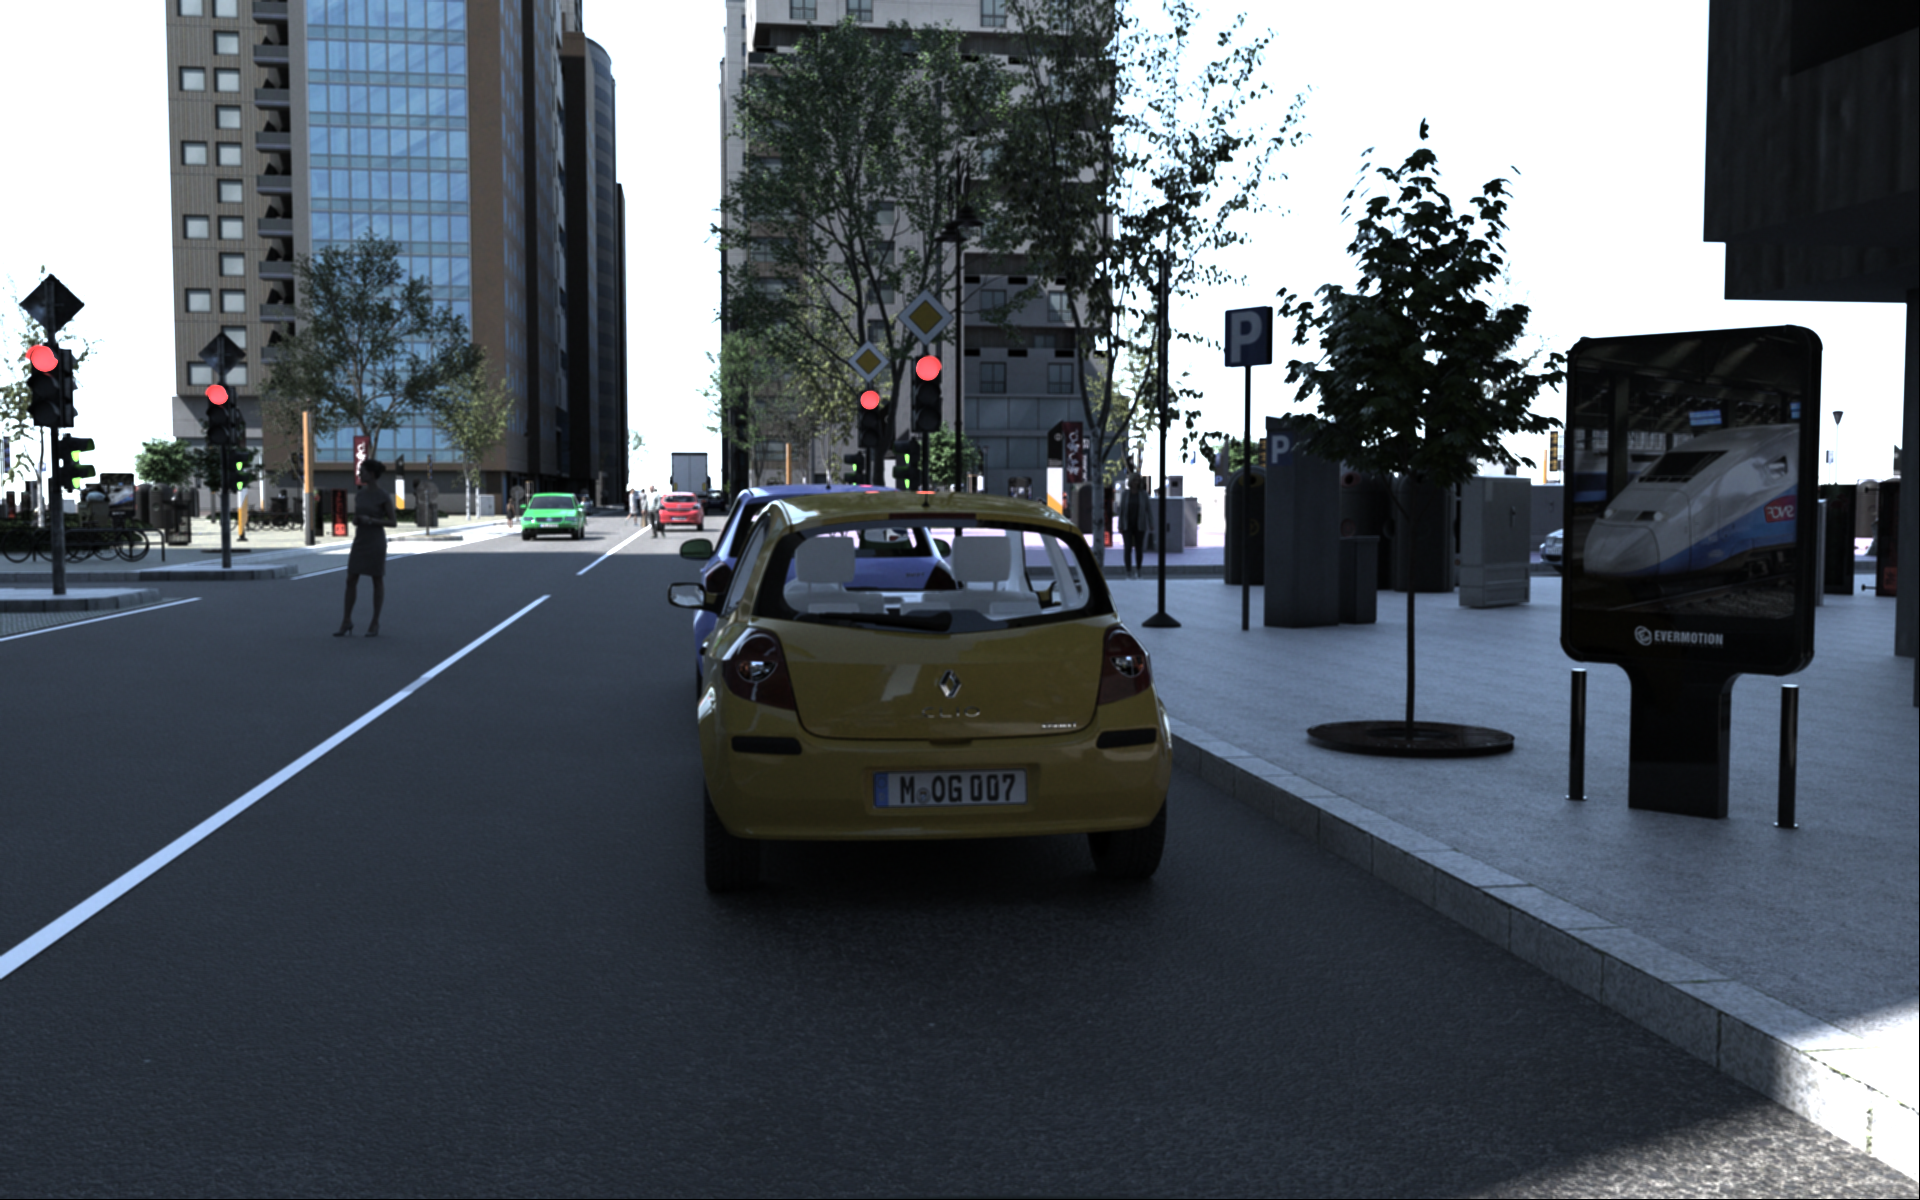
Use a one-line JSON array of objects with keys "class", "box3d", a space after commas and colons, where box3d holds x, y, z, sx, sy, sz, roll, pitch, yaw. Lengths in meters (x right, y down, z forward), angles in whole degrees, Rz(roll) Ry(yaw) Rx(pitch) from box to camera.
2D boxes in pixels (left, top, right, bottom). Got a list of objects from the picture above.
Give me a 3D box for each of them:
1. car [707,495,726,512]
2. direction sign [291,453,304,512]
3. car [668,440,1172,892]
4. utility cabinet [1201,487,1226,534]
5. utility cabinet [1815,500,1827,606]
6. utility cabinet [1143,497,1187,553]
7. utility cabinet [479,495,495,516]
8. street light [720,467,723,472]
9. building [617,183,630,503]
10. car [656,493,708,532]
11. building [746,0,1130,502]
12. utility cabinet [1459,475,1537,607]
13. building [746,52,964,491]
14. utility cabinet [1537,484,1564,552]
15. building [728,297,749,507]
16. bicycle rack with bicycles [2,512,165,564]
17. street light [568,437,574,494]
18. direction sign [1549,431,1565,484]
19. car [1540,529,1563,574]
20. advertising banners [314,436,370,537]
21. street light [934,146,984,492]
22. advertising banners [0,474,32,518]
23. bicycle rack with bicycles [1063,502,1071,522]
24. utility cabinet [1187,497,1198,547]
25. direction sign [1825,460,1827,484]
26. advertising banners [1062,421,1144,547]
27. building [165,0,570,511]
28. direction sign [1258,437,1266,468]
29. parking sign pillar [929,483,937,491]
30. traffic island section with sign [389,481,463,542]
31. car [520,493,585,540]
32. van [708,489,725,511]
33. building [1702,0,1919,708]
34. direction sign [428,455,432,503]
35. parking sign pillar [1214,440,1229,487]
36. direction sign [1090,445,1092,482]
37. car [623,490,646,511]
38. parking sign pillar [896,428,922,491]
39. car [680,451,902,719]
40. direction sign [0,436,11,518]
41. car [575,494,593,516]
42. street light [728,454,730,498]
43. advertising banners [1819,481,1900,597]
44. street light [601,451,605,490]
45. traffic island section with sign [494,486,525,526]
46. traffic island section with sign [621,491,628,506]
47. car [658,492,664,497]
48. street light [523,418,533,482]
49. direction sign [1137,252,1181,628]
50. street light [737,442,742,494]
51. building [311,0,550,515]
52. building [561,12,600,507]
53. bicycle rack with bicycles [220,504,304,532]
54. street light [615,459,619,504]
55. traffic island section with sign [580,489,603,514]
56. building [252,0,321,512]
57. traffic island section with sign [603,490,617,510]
[{"class": "car", "box3d": [-20.130, -7.916, 142.013, 1.945, 1.354, 3.894, -1, 4, -10]}, {"class": "direction sign", "box3d": [-36.418, -6.322, 95.355, 0.379, 3.537, 0.876, 2, 4, 26]}, {"class": "car", "box3d": [-0.301, 0.151, 7.759, 2.015, 1.641, 3.980, 0, 4, -8]}, {"class": "utility cabinet", "box3d": [8.207, -2.856, 55.380, 0.318, 1.500, 1.173, -2, 4, -34]}, {"class": "utility cabinet", "box3d": [9.474, -0.550, 20.148, 1.020, 1.237, 0.306, 3, 4, 36]}, {"class": "utility cabinet", "box3d": [4.392, -1.640, 37.970, 1.020, 1.237, 0.306, 1, 4, 16]}, {"class": "utility cabinet", "box3d": [-27.661, -5.500, 101.083, 0.306, 1.237, 1.020, 3, 5, 39]}, {"class": "street light", "box3d": [-31.335, -15.739, 230.112, 0.468, 5.910, 1.993, -1, 4, -9]}, {"class": "building", "box3d": [-53.624, -36.165, 241.401, 14.600, 45.320, 14.200, -1, 4, -9]}, {"class": "car", "box3d": [-10.962, -3.598, 67.863, 2.155, 1.783, 4.494, 0, 4, -8]}, {"class": "building", "box3d": [-3.207, -33.621, 138.936, 28.713, 52.752, 27.495, -1, 4, -9]}, {"class": "utility cabinet", "box3d": [6.129, -0.678, 19.768, 0.318, 1.500, 1.173, 3, 5, 43]}, {"class": "building", "box3d": [-7.497, -21.178, 117.969, 14.160, 30.474, 14.107, -1, 4, -9]}, {"class": "utility cabinet", "box3d": [12.798, -1.779, 37.772, 1.173, 1.500, 0.318, 2, 4, 23]}, {"class": "building", "box3d": [-8.334, -19.790, 168.610, 27.650, 21.520, 28.899, -1, 4, -9]}, {"class": "bicycle rack with bicycles", "box3d": [-16.661, -1.203, 33.053, 2.925, 0.926, 2.852, -3, 5, -43]}, {"class": "street light", "box3d": [-31.470, -10.230, 140.052, 0.468, 5.910, 1.993, -1, 4, -9]}, {"class": "direction sign", "box3d": [21.307, -4.251, 61.499, 0.379, 3.537, 0.876, -3, 5, -41]}, {"class": "car", "box3d": [12.452, -1.122, 30.354, 4.499, 1.417, 2.014, -1, 4, -10]}, {"class": "advertising banners", "box3d": [-18.721, -3.422, 52.143, 2.074, 3.025, 0.090, 0, 4, 6]}, {"class": "street light", "box3d": [-0.022, -3.100, 23.475, 0.468, 5.910, 1.993, -1, 4, -9]}, {"class": "advertising banners", "box3d": [-41.774, -4.896, 76.234, 0.090, 3.025, 2.074, 1, 4, 19]}, {"class": "bicycle rack with bicycles", "box3d": [4.788, -3.934, 77.704, 2.925, 0.926, 2.852, 0, 4, -7]}, {"class": "utility cabinet", "box3d": [5.248, -1.888, 42.036, 1.020, 1.237, 0.306, -1, 4, -17]}, {"class": "direction sign", "box3d": [52.741, -6.946, 105.557, 0.379, 3.537, 0.876, 2, 4, 28]}, {"class": "advertising banners", "box3d": [3.473, -2.785, 41.725, 2.074, 3.025, 0.090, 1, 4, 10]}, {"class": "building", "box3d": [-47.103, -33.843, 142.576, 28.713, 52.752, 27.495, -1, 4, -9]}, {"class": "direction sign", "box3d": [12.362, -4.733, 69.381, 0.876, 3.537, 0.379, -1, 4, -14]}, {"class": "parking sign pillar", "box3d": [-1.846, -6.016, 86.827, 1.447, 3.967, 1.447, 1, 4, 13]}, {"class": "traffic island section with sign", "box3d": [-16.211, -2.695, 52.695, 1.989, 1.847, 2.006, -1, 4, -9]}, {"class": "car", "box3d": [-12.918, -2.830, 55.059, 1.959, 1.807, 4.718, -1, 4, -10]}, {"class": "van", "box3d": [-21.259, -8.711, 149.441, 2.013, 2.044, 4.112, -1, 4, -9]}, {"class": "building", "box3d": [11.459, -14.417, 7.426, 14.160, 30.474, 14.107, -1, 4, -9]}, {"class": "direction sign", "box3d": [-30.463, -6.579, 99.570, 0.379, 3.537, 0.876, -2, 4, -29]}, {"class": "parking sign pillar", "box3d": [12.279, -5.676, 81.279, 1.447, 3.967, 1.447, 1, 4, 21]}, {"class": "direction sign", "box3d": [5.652, -5.080, 75.063, 0.379, 3.537, 0.876, 3, 5, 43]}, {"class": "car", "box3d": [-28.072, -8.661, 150.282, 2.281, 1.827, 5.304, -1, 4, -10]}, {"class": "parking sign pillar", "box3d": [-2.645, -5.017, 70.495, 1.447, 3.967, 1.447, 3, 5, 41]}, {"class": "car", "box3d": [-0.980, -0.151, 12.067, 1.945, 1.707, 3.694, 0, 4, -8]}, {"class": "direction sign", "box3d": [-37.176, -4.604, 67.264, 0.876, 3.537, 0.379, 1, 4, 20]}, {"class": "car", "box3d": [-25.672, -6.397, 116.600, 2.014, 1.417, 4.499, -1, 4, -9]}, {"class": "street light", "box3d": [-26.214, -13.691, 196.642, 0.468, 5.910, 1.993, -1, 4, -9]}, {"class": "advertising banners", "box3d": [11.657, -1.550, 21.531, 0.090, 3.025, 2.074, -3, 4, -38]}, {"class": "street light", "box3d": [-38.743, -13.152, 187.819, 0.468, 5.910, 1.993, -1, 4, -9]}, {"class": "traffic island section with sign", "box3d": [-20.256, -4.329, 79.408, 1.989, 1.847, 2.006, -1, 4, -9]}, {"class": "traffic island section with sign", "box3d": [-40.039, -12.302, 209.766, 1.989, 1.847, 2.006, -1, 4, -9]}, {"class": "car", "box3d": [-28.014, -9.250, 160.834, 1.945, 1.707, 3.694, -1, 4, -9]}, {"class": "street light", "box3d": [-26.434, -8.150, 106.045, 0.468, 5.910, 1.993, -1, 4, -9]}, {"class": "direction sign", "box3d": [1.953, -1.510, 16.690, 0.379, 3.537, 0.876, 1, 4, 12]}, {"class": "street light", "box3d": [-18.829, -10.711, 147.910, 0.468, 5.910, 1.993, -1, 4, -9]}, {"class": "building", "box3d": [-36.618, -28.944, 123.342, 14.600, 45.320, 14.200, -1, 4, -9]}, {"class": "building", "box3d": [-42.045, -31.489, 164.947, 14.600, 45.320, 14.200, -1, 4, -9]}, {"class": "bicycle rack with bicycles", "box3d": [-24.257, -2.878, 60.442, 2.925, 0.926, 2.852, -2, 4, -29]}, {"class": "street light", "box3d": [-43.875, -15.199, 221.288, 0.468, 5.910, 1.993, -1, 4, -9]}, {"class": "traffic island section with sign", "box3d": [-27.525, -7.256, 127.260, 1.989, 1.847, 2.006, -1, 4, -9]}, {"class": "building", "box3d": [-35.241, -28.080, 109.215, 14.600, 45.320, 14.200, -1, 4, -9]}, {"class": "traffic island section with sign", "box3d": [-31.684, -8.936, 154.726, 1.989, 1.847, 2.006, -1, 4, -9]}]
